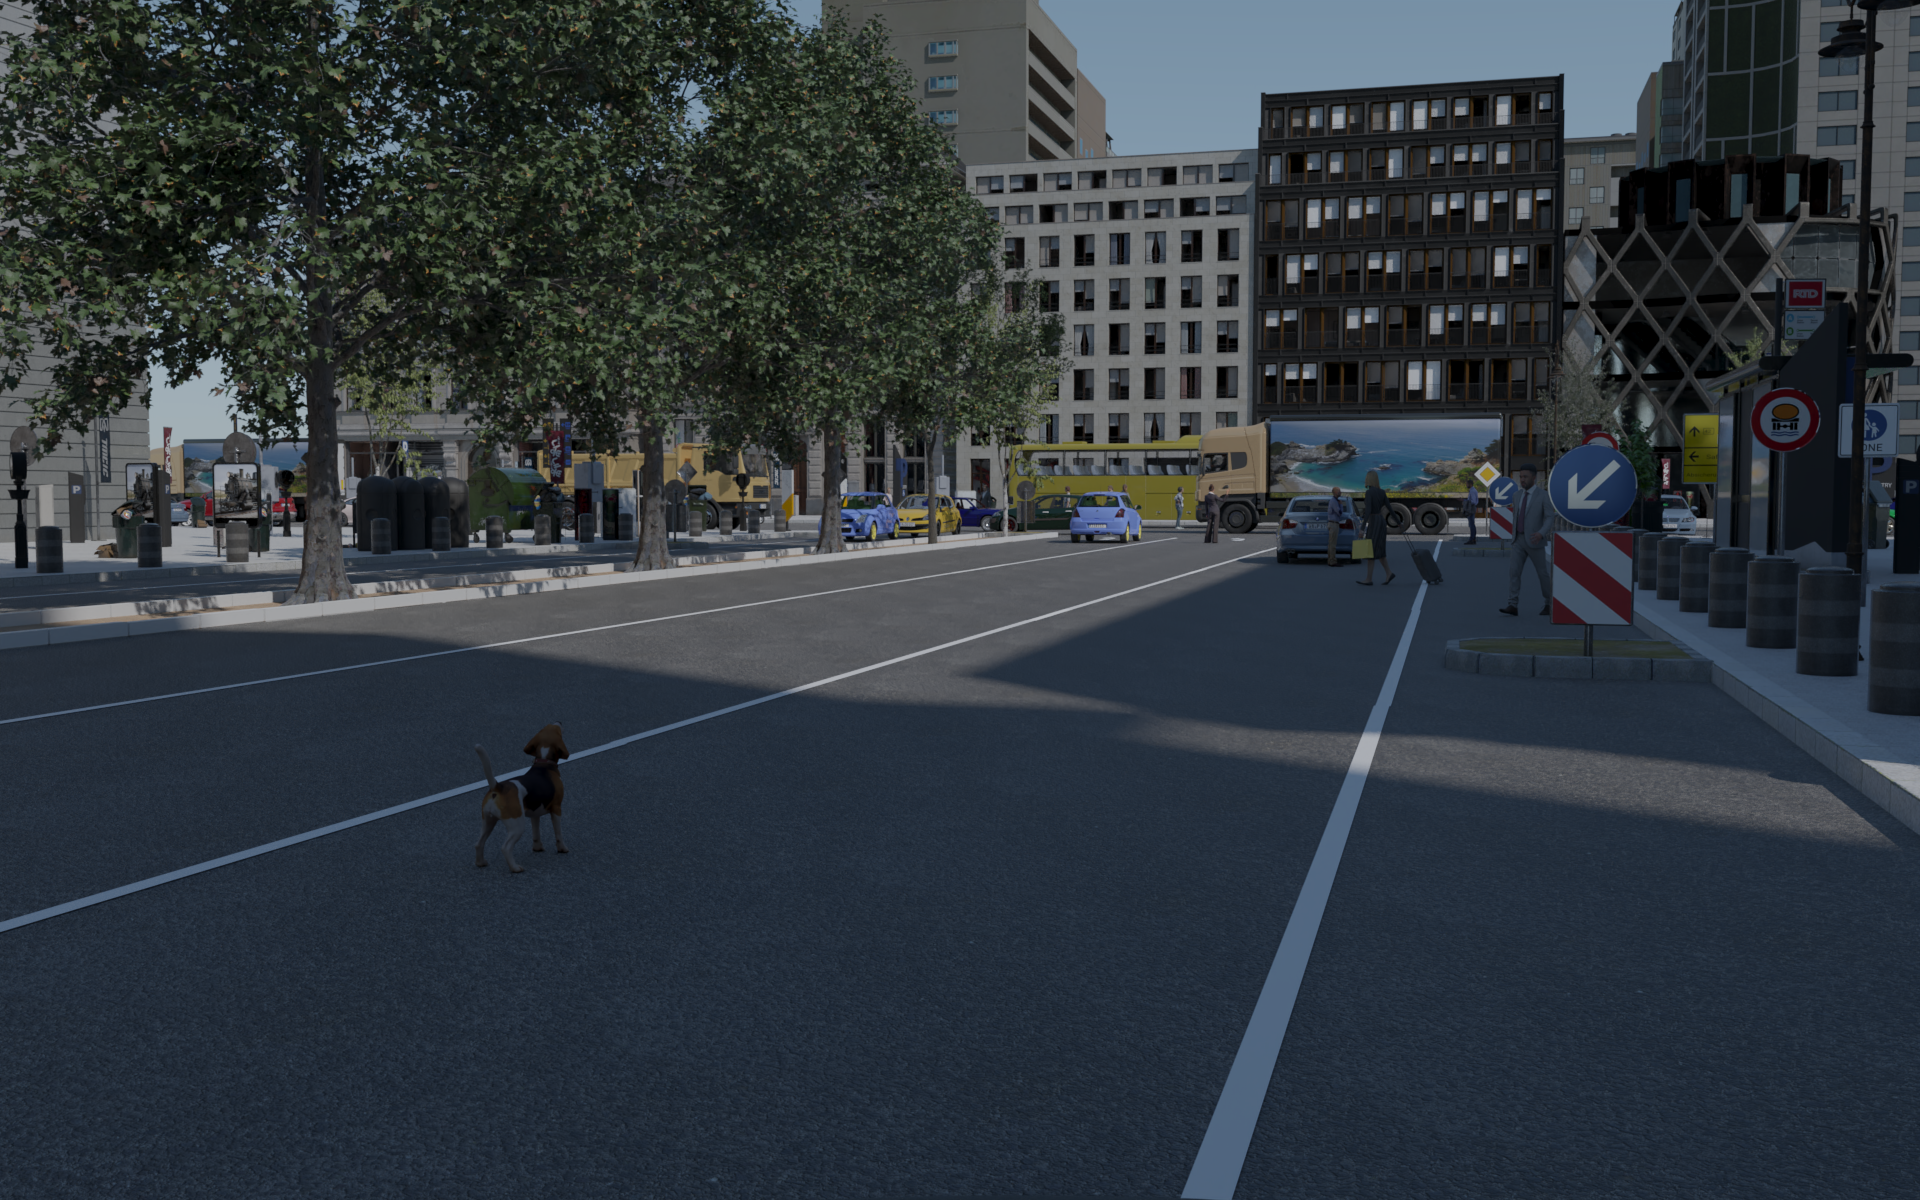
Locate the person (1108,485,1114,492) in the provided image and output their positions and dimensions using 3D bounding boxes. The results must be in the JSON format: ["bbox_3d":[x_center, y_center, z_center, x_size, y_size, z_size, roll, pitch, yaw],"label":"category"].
[{"bbox_3d":[6.035,-3.808,71.037,0.573,1.790,0.520,0,4,-8],"label":"person"}]

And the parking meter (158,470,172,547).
[{"bbox_3d":[-19.271,-2.212,41.873,0.255,1.863,0.399,0,4,1],"label":"parking meter"}]

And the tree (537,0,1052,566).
[{"bbox_3d":[-2.989,-7.401,40.473,9.611,12.733,9.660,0,3,0],"label":"tree"}]

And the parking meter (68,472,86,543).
[{"bbox_3d":[-23.094,-2.423,45.327,0.399,1.863,0.255,-2,4,-27],"label":"parking meter"}]

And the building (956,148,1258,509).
[{"bbox_3d":[9.311,-15.092,101.499,16.860,20.320,10.420,1,4,16],"label":"building"}]

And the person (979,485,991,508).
[{"bbox_3d":[1.113,-4.178,76.767,0.622,1.834,0.822,1,4,22],"label":"person"}]

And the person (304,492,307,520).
[{"bbox_3d":[-30.477,-4.303,81.123,0.388,1.546,0.482,3,4,38],"label":"person"}]

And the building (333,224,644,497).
[{"bbox_3d":[-37.999,-16.162,115.159,40.483,20.767,10.553,1,4,16],"label":"building"}]

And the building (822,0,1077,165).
[{"bbox_3d":[-1.579,-33.097,164.829,21.300,48.544,21.600,1,4,16],"label":"building"}]

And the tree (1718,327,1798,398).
[{"bbox_3d":[35.815,-7.742,76.941,4.737,8.622,4.395,0,3,0],"label":"tree"}]

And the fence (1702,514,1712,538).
[{"bbox_3d":[21.997,-2.179,51.003,0.278,0.683,2.069,2,4,23],"label":"fence"}]

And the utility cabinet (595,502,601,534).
[{"bbox_3d":[-11.775,-2.761,56.308,1.020,1.237,0.306,2,4,33],"label":"utility cabinet"}]

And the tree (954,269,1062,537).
[{"bbox_3d":[1.425,-6.242,54.883,4.737,8.622,4.395,0,3,0],"label":"tree"}]

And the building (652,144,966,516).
[{"bbox_3d":[-8.513,-17.031,107.329,19.941,23.489,11.050,1,4,16],"label":"building"}]

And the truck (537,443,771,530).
[{"bbox_3d":[-11.416,-4.352,67.077,9.791,3.379,3.469,1,4,16],"label":"truck"}]

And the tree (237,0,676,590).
[{"bbox_3d":[-5.498,-6.822,31.003,9.611,12.733,9.660,0,3,0],"label":"tree"}]

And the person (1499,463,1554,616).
[{"bbox_3d":[6.723,-0.711,20.398,0.850,1.792,0.678,-3,4,-37],"label":"person"}]

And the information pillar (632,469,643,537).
[{"bbox_3d":[-9.590,-2.897,51.857,0.304,2.012,0.304,-3,5,-44],"label":"information pillar"}]

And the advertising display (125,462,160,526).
[{"bbox_3d":[-16.825,-1.862,35.663,0.974,1.923,0.123,2,4,32],"label":"advertising display"}]

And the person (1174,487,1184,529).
[{"bbox_3d":[8.933,-3.755,70.625,0.376,1.734,0.841,1,4,18],"label":"person"}]

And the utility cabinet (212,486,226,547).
[{"bbox_3d":[-17.760,-2.024,41.776,0.318,1.500,1.173,-2,4,-34],"label":"utility cabinet"}]

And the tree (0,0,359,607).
[{"bbox_3d":[-8.006,-6.249,21.637,9.611,12.733,9.660,0,3,0],"label":"tree"}]

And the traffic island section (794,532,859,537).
[{"bbox_3d":[-4.241,-2.257,59.176,2.009,0.180,2.903,1,4,16],"label":"traffic island section"}]

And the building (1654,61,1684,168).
[{"bbox_3d":[73.404,-29.478,165.556,14.154,41.232,14.086,1,4,16],"label":"building"}]

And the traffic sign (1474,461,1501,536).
[{"bbox_3d":[16.201,-3.034,53.249,0.795,2.450,0.064,1,4,16],"label":"traffic sign"}]

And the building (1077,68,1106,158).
[{"bbox_3d":[6.967,-32.475,181.070,14.600,45.320,14.200,1,4,16],"label":"building"}]

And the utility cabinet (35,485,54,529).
[{"bbox_3d":[-21.380,-1.942,40.431,0.318,1.500,1.173,-2,4,-32],"label":"utility cabinet"}]

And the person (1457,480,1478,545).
[{"bbox_3d":[14.356,-2.489,49.060,0.599,1.838,0.709,1,4,20],"label":"person"}]

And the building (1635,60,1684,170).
[{"bbox_3d":[77.535,-32.344,178.934,14.600,45.320,14.200,1,4,16],"label":"building"}]

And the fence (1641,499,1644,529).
[{"bbox_3d":[11.926,-1.168,30.292,0.480,1.192,2.264,1,4,21],"label":"fence"}]

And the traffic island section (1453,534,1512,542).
[{"bbox_3d":[16.226,-1.898,53.319,2.009,0.180,2.903,1,4,16],"label":"traffic island section"}]

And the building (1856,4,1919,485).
[{"bbox_3d":[71.034,-43.323,146.578,20.563,71.187,20.611,1,4,16],"label":"building"}]

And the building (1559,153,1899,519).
[{"bbox_3d":[41.743,-13.952,95.565,16.811,18.784,16.820,1,4,16],"label":"building"}]

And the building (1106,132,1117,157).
[{"bbox_3d":[11.349,-31.489,198.447,14.086,41.232,14.154,1,4,16],"label":"building"}]

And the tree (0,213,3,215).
[{"bbox_3d":[-20.878,-5.171,34.901,4.737,8.622,4.395,0,3,0],"label":"tree"}]

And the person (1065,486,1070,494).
[{"bbox_3d":[4.238,-3.718,69.859,0.524,1.755,0.480,0,4,-2],"label":"person"}]

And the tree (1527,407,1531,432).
[{"bbox_3d":[30.163,-8.253,85.303,4.360,8.622,3.978,0,3,0],"label":"tree"}]

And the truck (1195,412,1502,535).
[{"bbox_3d":[13.526,-4.484,62.227,11.283,4.237,2.839,1,4,16],"label":"truck"}]

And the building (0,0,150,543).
[{"bbox_3d":[-39.304,-16.590,48.747,29.804,29.767,11.434,1,4,16],"label":"building"}]

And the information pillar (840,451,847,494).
[{"bbox_3d":[-6.342,-6.281,94.044,0.183,3.616,0.504,3,5,40],"label":"information pillar"}]

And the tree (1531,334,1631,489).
[{"bbox_3d":[28.437,-7.884,79.273,4.360,8.622,3.978,0,3,0],"label":"tree"}]

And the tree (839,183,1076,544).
[{"bbox_3d":[-0.652,-6.853,48.909,8.767,10.594,7.601,1,4,16],"label":"tree"}]

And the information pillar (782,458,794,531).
[{"bbox_3d":[-5.953,-4.180,59.699,0.504,3.616,0.183,3,4,37],"label":"information pillar"}]

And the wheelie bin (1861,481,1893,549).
[{"bbox_3d":[21.314,-1.998,40.578,0.980,1.594,0.693,-2,4,-31],"label":"wheelie bin"}]

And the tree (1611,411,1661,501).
[{"bbox_3d":[15.802,-2.798,40.352,1.663,3.219,1.824,0,3,0],"label":"tree"}]

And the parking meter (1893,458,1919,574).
[{"bbox_3d":[15.270,-1.354,27.857,0.399,1.863,0.255,1,4,18],"label":"parking meter"}]

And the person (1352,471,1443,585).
[{"bbox_3d":[6.883,-1.134,27.266,1.509,1.804,0.699,0,4,-7],"label":"person"}]

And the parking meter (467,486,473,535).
[{"bbox_3d":[-15.387,-2.786,53.963,0.372,1.533,0.369,0,3,0],"label":"parking meter"}]

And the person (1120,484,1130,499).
[{"bbox_3d":[6.054,-3.331,63.239,0.520,1.790,0.573,2,4,29],"label":"person"}]

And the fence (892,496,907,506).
[{"bbox_3d":[-2.481,-4.570,85.923,2.264,1.192,0.480,1,4,14],"label":"fence"}]

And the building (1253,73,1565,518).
[{"bbox_3d":[25.232,-16.388,97.629,15.834,23.373,12.332,1,4,16],"label":"building"}]

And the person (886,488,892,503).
[{"bbox_3d":[-3.554,-4.447,81.886,0.598,1.740,0.731,1,4,21],"label":"person"}]

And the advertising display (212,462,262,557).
[{"bbox_3d":[-14.620,-1.825,35.051,0.974,1.923,0.123,0,4,5],"label":"advertising display"}]

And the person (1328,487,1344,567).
[{"bbox_3d":[7.418,-1.445,34.181,0.319,1.574,0.516,1,4,10],"label":"person"}]

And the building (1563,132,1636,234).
[{"bbox_3d":[88.883,-40.604,253.112,27.495,52.752,28.713,1,4,16],"label":"building"}]

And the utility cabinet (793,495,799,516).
[{"bbox_3d":[-9.900,-5.527,101.520,1.020,1.237,0.306,3,5,40],"label":"utility cabinet"}]

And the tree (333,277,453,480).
[{"bbox_3d":[-16.328,-6.027,48.903,4.737,8.622,4.395,0,3,0],"label":"tree"}]

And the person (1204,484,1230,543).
[{"bbox_3d":[7.496,-2.522,50.535,0.742,1.727,0.445,0,4,5],"label":"person"}]

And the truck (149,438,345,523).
[{"bbox_3d":[-37.058,-6.111,88.826,11.283,4.237,2.839,1,4,17],"label":"truck"}]
